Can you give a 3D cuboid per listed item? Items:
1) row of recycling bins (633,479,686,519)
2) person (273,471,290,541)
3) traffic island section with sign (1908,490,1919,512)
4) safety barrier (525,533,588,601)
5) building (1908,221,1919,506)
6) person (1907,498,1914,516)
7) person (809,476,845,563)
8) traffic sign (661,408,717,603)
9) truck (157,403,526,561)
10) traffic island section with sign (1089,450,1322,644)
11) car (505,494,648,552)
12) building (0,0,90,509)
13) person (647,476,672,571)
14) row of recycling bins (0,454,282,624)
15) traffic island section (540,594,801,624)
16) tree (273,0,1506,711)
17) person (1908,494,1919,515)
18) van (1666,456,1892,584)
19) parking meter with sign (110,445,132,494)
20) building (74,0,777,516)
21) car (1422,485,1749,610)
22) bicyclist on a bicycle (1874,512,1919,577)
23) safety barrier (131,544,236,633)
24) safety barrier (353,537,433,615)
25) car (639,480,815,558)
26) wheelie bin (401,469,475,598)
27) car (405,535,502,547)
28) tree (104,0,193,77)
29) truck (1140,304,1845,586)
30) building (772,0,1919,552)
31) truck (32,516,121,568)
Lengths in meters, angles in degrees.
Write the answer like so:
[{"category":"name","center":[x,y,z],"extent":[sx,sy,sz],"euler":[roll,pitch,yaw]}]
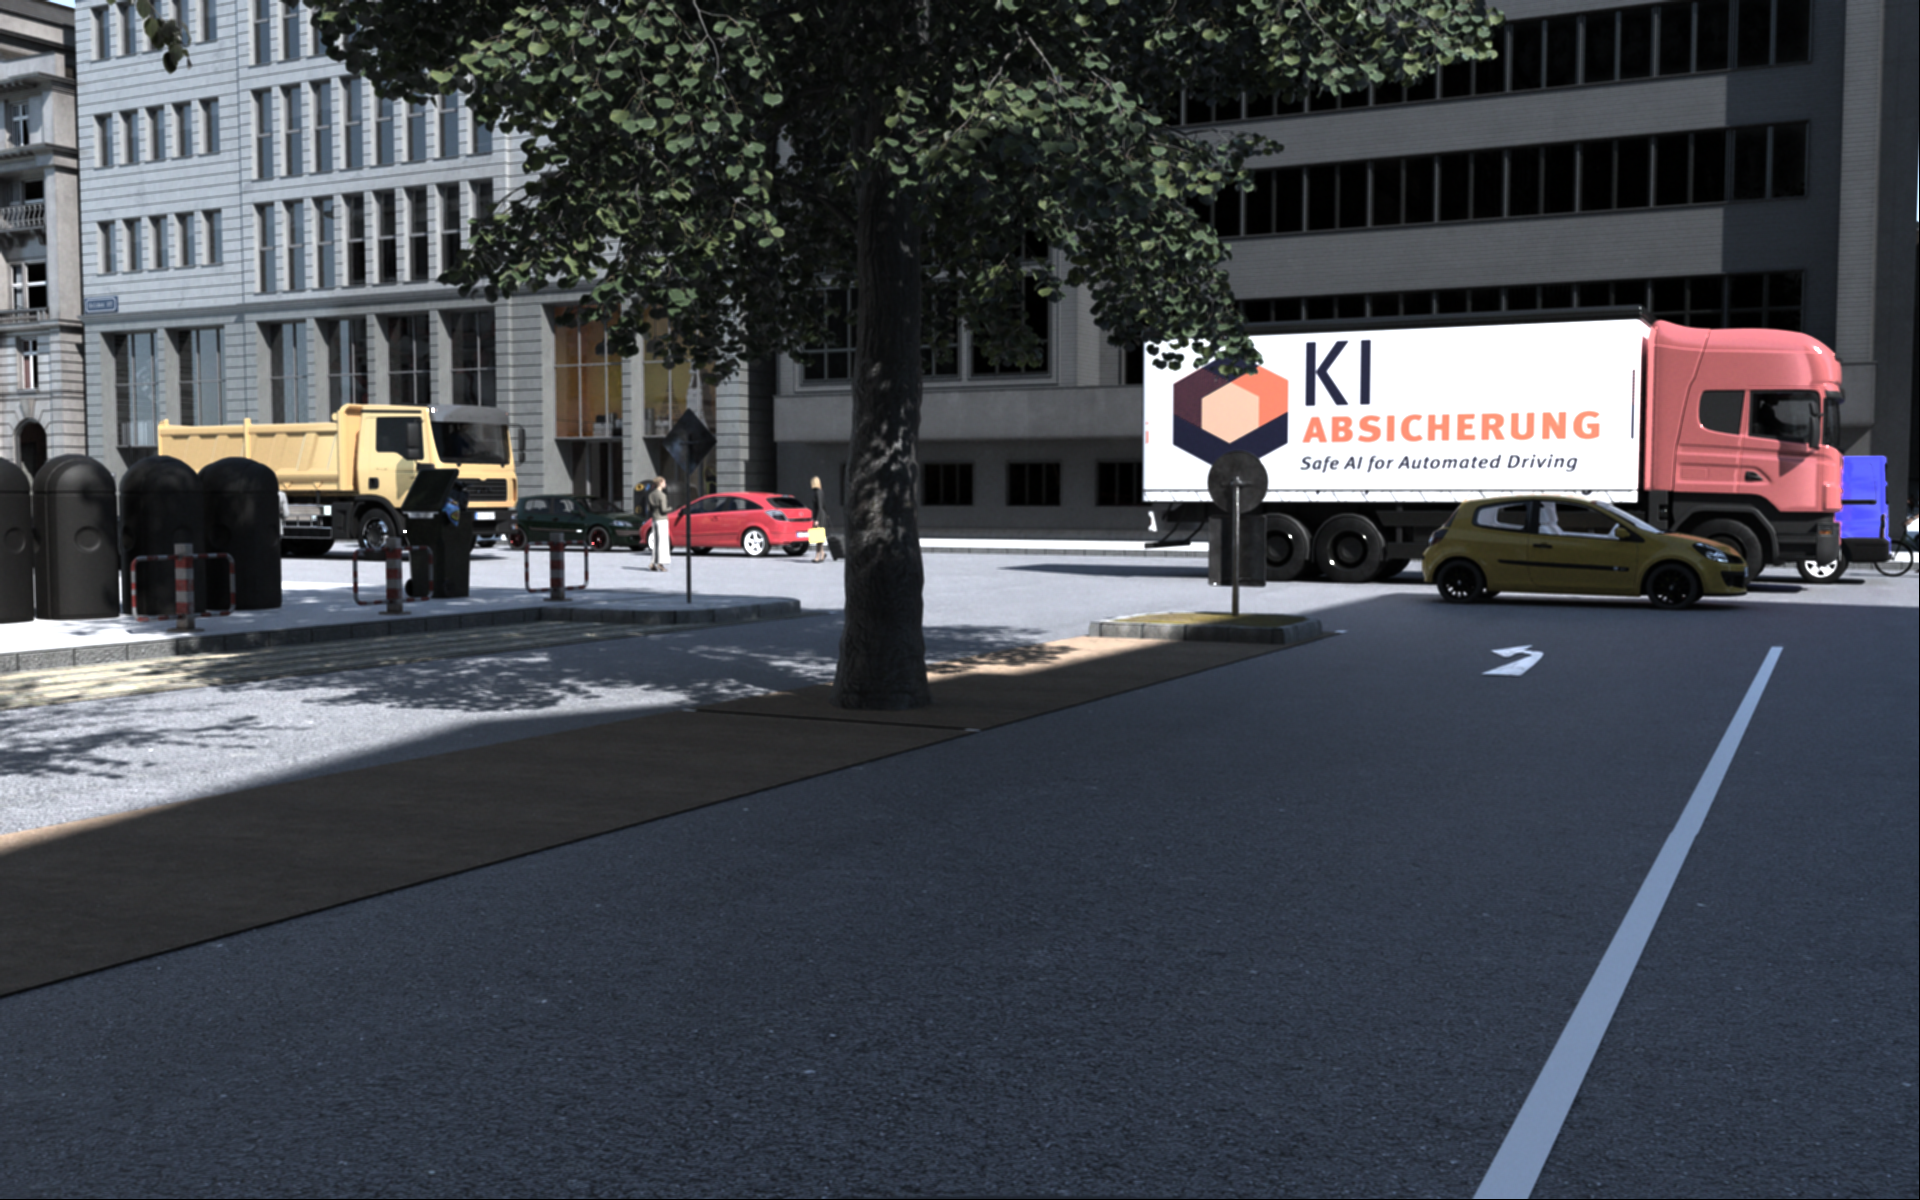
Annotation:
[{"category":"row of recycling bins","center":[-8.602,-2.618,49.914],"extent":[1.069,1.692,3.534],"euler":[-2,4,-24]},{"category":"person","center":[-10.484,-1.078,26.332],"extent":[0.606,1.804,0.583],"euler":[-1,4,-13]},{"category":"traffic island section with sign","center":[78.178,-8.093,140.943],"extent":[1.989,1.847,2.006],"euler":[2,4,27]},{"category":"safety barrier","center":[-4.836,-0.399,20.796],"extent":[0.300,0.817,1.120],"euler":[2,4,27]},{"category":"building","center":[105.263,-24.918,179.114],"extent":[14.107,30.474,14.160],"euler":[2,4,27]},{"category":"person","center":[60.515,-6.059,110.817],"extent":[0.557,1.426,1.065],"euler":[-3,5,-41]},{"category":"person","center":[-2.781,-1.702,36.548],"extent":[0.699,1.804,1.509],"euler":[2,4,32]},{"category":"traffic sign","center":[-3.185,-1.020,20.315],"extent":[0.795,2.450,0.064],"euler":[2,4,27]},{"category":"truck","center":[-13.710,-2.625,38.837],"extent":[9.791,3.379,3.469],"euler":[2,4,28]},{"category":"traffic island section with sign","center":[2.626,-0.582,17.658],"extent":[2.006,1.907,1.989],"euler":[2,4,27]},{"category":"car","center":[-9.592,-2.081,43.818],"extent":[4.222,1.686,2.009],"euler":[2,4,27]},{"category":"building","center":[-41.385,-14.284,75.339],"extent":[24.055,21.916,13.314],"euler":[2,4,27]},{"category":"person","center":[-5.540,-1.412,32.138],"extent":[0.519,1.759,0.362],"euler":[3,5,44]},{"category":"row of recycling bins","center":[-8.888,-0.687,18.343],"extent":[1.069,1.692,3.534],"euler":[3,4,38]},{"category":"traffic island section","center":[-3.210,0.116,20.388],"extent":[2.009,0.180,2.903],"euler":[2,4,27]},{"category":"tree","center":[-0.512,-6.257,11.420],"extent":[9.857,13.997,8.962],"euler":[0,3,0]},{"category":"person","center":[66.101,-6.636,120.253],"extent":[1.065,1.426,0.557],"euler":[-1,4,-12]},{"category":"van","center":[12.680,-1.508,29.040],"extent":[5.245,2.365,2.240],"euler":[2,4,29]},{"category":"parking meter with sign","center":[-30.374,-3.993,61.544],"extent":[1.738,3.016,0.543],"euler":[-2,4,-24]},{"category":"building","center":[-17.194,-17.424,62.368],"extent":[29.804,29.767,11.434],"euler":[2,4,27]},{"category":"car","center":[8.120,-0.758,22.616],"extent":[3.980,1.641,2.015],"euler":[2,4,28]},{"category":"bicyclist on a bicycle","center":[16.623,-1.209,29.781],"extent":[1.625,1.676,1.499],"euler":[2,4,25]},{"category":"safety barrier","center":[-7.230,-0.115,16.151],"extent":[0.300,0.817,1.120],"euler":[2,4,27]},{"category":"safety barrier","center":[-6.036,-0.257,18.474],"extent":[0.300,0.817,1.120],"euler":[2,4,27]},{"category":"car","center":[-5.478,-1.920,40.434],"extent":[4.494,1.783,2.155],"euler":[2,4,29]},{"category":"wheelie bin","center":[-6.497,-0.835,21.568],"extent":[0.980,1.594,0.693],"euler":[2,4,27]},{"category":"car","center":[-14.468,-2.129,46.811],"extent":[4.499,1.417,2.014],"euler":[2,4,27]},{"category":"tree","center":[-3.551,-3.195,5.051],"extent":[4.360,8.622,3.978],"euler":[0,3,0]},{"category":"truck","center":[8.579,-2.373,27.708],"extent":[11.283,4.237,2.839],"euler":[2,4,27]},{"category":"building","center":[10.262,-14.088,49.407],"extent":[30.058,24.678,14.314],"euler":[2,4,27]},{"category":"truck","center":[-23.299,-2.919,37.484],"extent":[18.799,4.110,2.967],"euler":[2,4,27]}]
